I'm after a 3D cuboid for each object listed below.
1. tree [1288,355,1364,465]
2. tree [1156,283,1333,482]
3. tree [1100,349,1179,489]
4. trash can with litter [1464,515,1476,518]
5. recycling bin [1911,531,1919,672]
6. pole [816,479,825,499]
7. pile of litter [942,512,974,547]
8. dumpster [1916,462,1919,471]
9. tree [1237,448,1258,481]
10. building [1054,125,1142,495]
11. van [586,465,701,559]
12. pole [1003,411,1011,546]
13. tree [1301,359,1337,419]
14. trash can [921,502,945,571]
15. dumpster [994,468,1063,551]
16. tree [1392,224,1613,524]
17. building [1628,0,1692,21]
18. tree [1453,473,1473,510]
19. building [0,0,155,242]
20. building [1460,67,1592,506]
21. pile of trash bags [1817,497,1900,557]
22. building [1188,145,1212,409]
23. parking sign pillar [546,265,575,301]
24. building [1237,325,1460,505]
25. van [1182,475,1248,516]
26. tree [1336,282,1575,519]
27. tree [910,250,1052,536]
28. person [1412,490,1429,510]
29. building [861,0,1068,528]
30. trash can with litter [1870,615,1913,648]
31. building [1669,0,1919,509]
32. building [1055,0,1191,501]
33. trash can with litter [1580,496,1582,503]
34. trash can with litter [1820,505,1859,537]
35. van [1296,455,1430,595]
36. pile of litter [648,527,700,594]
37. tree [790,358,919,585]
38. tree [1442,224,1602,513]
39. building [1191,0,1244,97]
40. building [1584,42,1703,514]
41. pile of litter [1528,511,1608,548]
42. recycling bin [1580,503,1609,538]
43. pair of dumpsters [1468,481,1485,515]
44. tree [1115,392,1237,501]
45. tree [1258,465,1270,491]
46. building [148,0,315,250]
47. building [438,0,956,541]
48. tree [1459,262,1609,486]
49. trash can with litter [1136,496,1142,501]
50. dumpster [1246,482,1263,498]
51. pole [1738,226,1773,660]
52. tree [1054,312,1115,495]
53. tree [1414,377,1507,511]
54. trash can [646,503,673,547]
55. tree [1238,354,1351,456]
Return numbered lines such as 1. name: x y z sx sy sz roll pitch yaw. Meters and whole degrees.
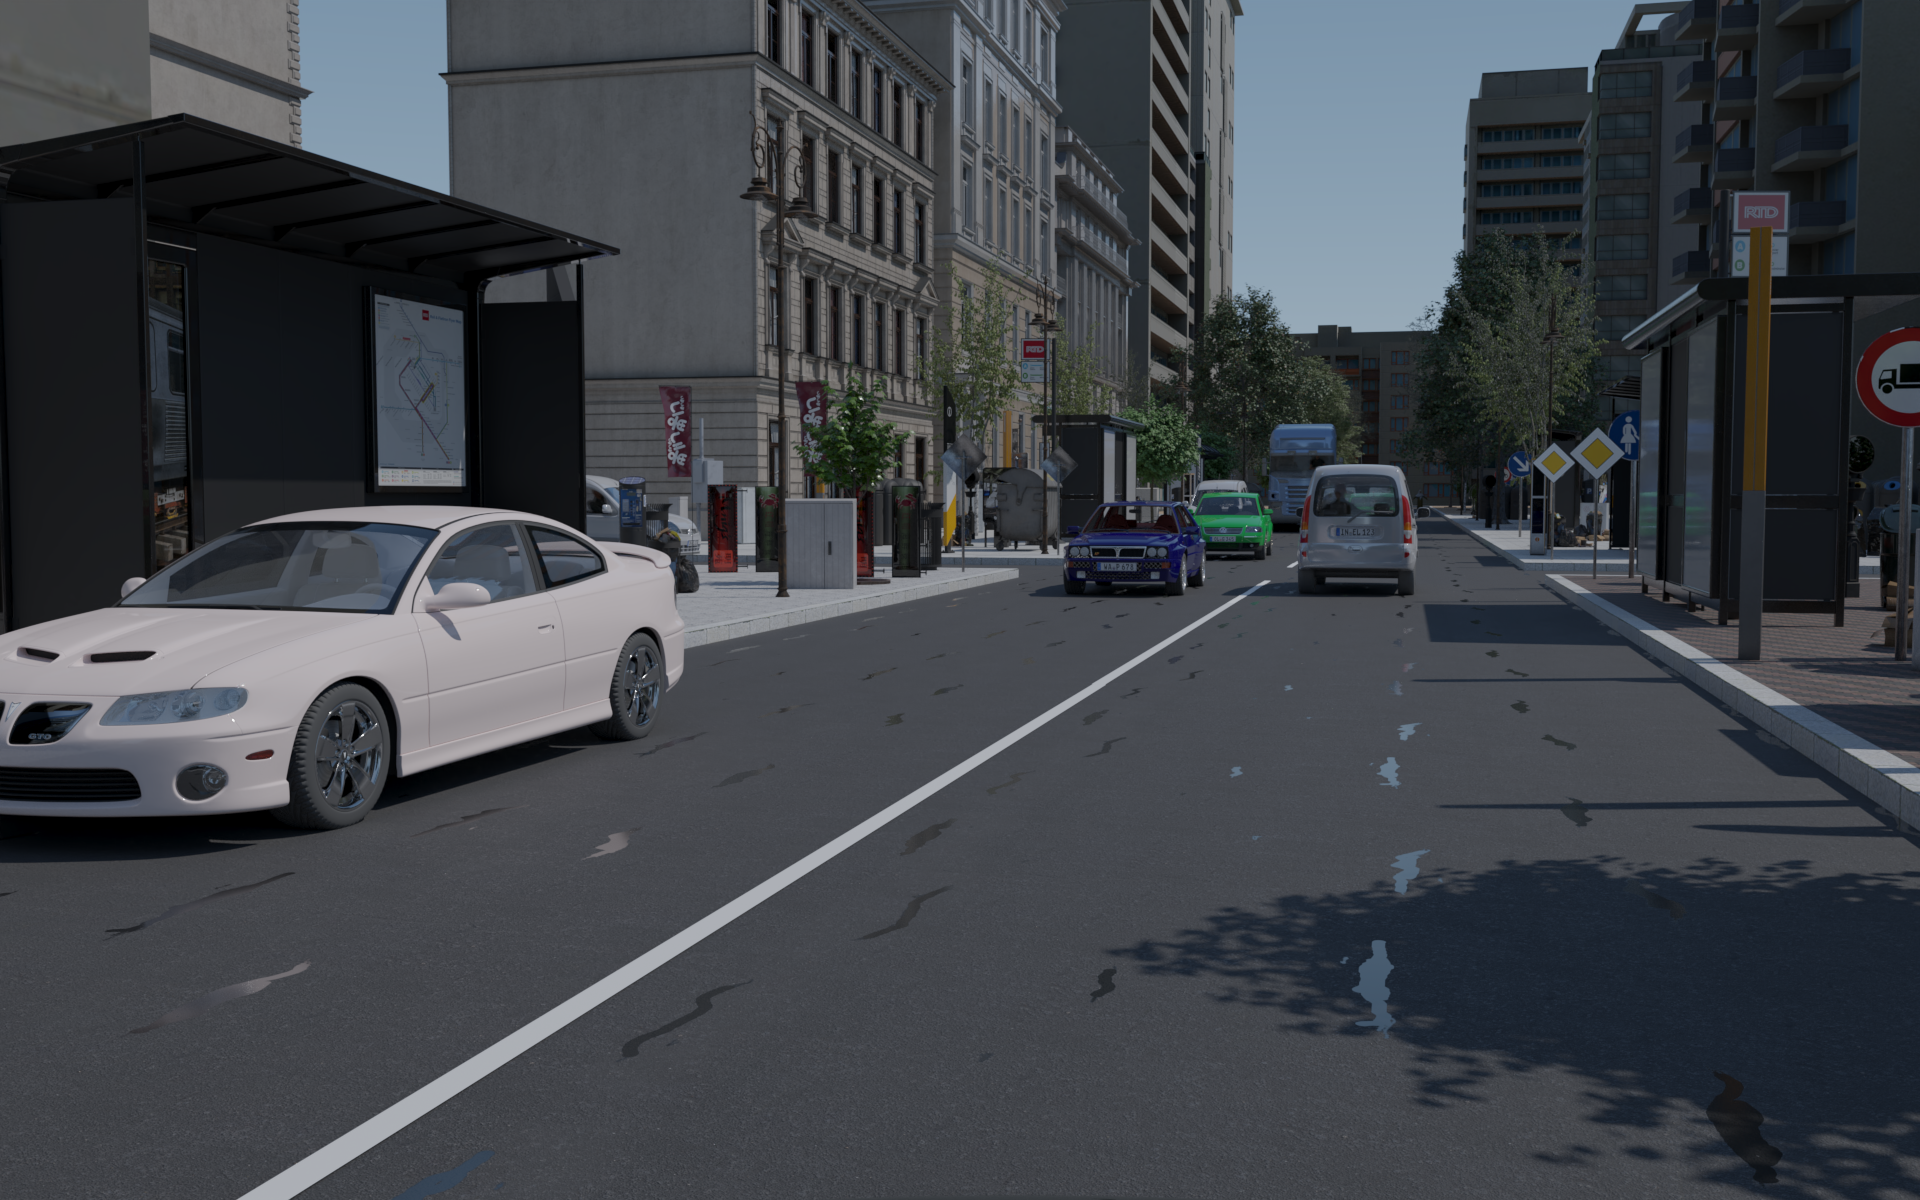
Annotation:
1. tree: 29.085 -13.683 141.842 7.486 12.596 7.792 0 3 0
2. tree: 15.524 -10.854 94.474 9.611 12.733 9.660 0 3 0
3. tree: 8.986 -8.341 86.741 4.360 8.622 3.978 0 3 0
4. trash can with litter: 28.302 -5.037 93.413 1.678 1.210 2.233 -3 4 -38
5. recycling bin: 7.389 0.002 12.518 0.722 1.027 0.722 -3 5 -45
6. pole: -3.207 -2.812 39.814 0.158 3.312 0.155 0 3 0
7. pile of litter: -0.190 -1.760 42.747 1.176 0.858 1.719 1 4 12
8. dumpster: 6.210 -0.233 9.561 1.264 1.857 1.865 1 4 14
9. tree: 10.668 -5.668 76.390 4.285 4.588 4.351 0 3 0
10. building: 1.831 -15.650 97.673 13.314 21.916 24.055 1 4 14
11. van: -7.252 -1.693 34.689 4.112 2.044 2.013 1 4 14
12. pole: 1.156 -2.974 42.474 0.158 3.312 0.155 0 3 0
13. tree: 32.213 -14.893 153.868 12.009 13.543 11.850 0 3 0
14. trash can: -0.610 -1.074 29.211 0.748 1.137 0.748 0 3 0
15. dumpster: 1.546 -2.061 39.448 1.264 1.857 1.865 1 4 15
16. tree: 23.135 -9.578 73.602 9.611 12.733 9.660 0 3 0
17. building: 62.247 -26.835 130.636 32.217 40.220 23.993 1 4 14
18. tree: 41.565 -9.049 142.546 1.663 3.219 1.824 0 3 0
19. building: -23.392 -23.863 13.859 21.600 48.544 21.300 1 4 14
20. building: 69.291 -35.291 200.709 21.600 48.544 21.300 1 4 14
21. pile of trash bags: 19.295 -1.570 35.426 3.447 1.369 1.912 2 4 24
22. building: 12.686 -22.629 141.691 14.160 30.474 14.107 1 4 14
23. parking sign pillar: -4.306 -1.823 18.274 1.447 3.967 1.447 -1 4 -22
24. building: 45.954 -22.452 212.124 28.899 21.520 27.650 1 4 14
25. van: 7.578 -2.672 50.705 2.013 2.044 4.112 1 4 15
26. tree: 27.249 -10.991 90.071 12.009 13.543 11.850 0 3 0
27. tree: 0.466 -6.273 52.931 4.737 8.622 4.395 0 3 0
28. person: 33.453 -7.133 125.855 1.217 1.736 0.721 0 4 -4
29. building: -3.825 -17.695 75.221 13.634 28.700 20.117 1 4 14
30. trash can with litter: 8.146 -0.180 14.327 1.055 1.170 0.624 3 5 39
31. building: 44.725 -25.876 77.693 22.147 44.769 28.867 1 4 14
32. building: 4.584 -30.640 124.673 21.300 48.544 21.600 1 4 14
33. trash can with litter: 35.742 -5.378 98.992 2.233 1.210 1.678 -1 4 -10
34. trash can with litter: 12.516 -0.826 24.890 0.624 1.170 1.055 1 4 19
35. van: 6.037 -1.167 26.097 2.013 2.044 4.112 1 4 15
36. pile of litter: -4.024 -0.505 22.225 1.176 0.858 1.719 3 4 36
37. tree: -1.548 -1.855 24.926 1.663 3.219 1.824 0 3 0
38. tree: 15.291 -5.884 46.572 4.360 8.622 3.978 0 3 0
39. building: 11.858 -35.299 166.380 27.495 52.752 28.713 1 4 14
40. building: 48.744 -20.968 114.527 14.160 30.474 14.107 1 4 14
41. pile of litter: 14.687 -1.732 42.280 1.176 0.858 1.719 -1 4 -19
42. recycling bin: 17.998 -2.237 49.133 0.722 1.027 0.722 2 4 24
43. pair of dumpsters: 31.424 -6.208 103.996 1.574 2.255 4.437 1 4 14
44. tree: 6.215 -4.429 56.131 4.285 4.588 4.351 0 3 0
45. tree: 21.418 -8.203 117.826 4.285 4.588 4.351 0 3 0
46. building: -33.084 -14.010 57.945 19.941 23.489 11.050 1 4 14
47. building: -7.672 -11.717 56.196 10.561 19.102 19.286 1 4 14
48. tree: 18.075 -6.376 54.615 4.737 8.622 4.395 0 3 0
49. trash can with litter: 7.205 -3.793 73.072 1.678 1.210 2.233 1 4 11
50. dumpster: 14.484 -4.965 86.940 1.264 1.857 1.865 1 4 15
51. pole: 6.131 -1.193 13.349 0.158 3.312 0.155 0 3 0
52. tree: 4.456 -7.282 69.427 4.737 8.622 4.395 0 3 0
53. tree: 39.579 -12.812 135.234 9.928 11.665 9.643 0 3 0
54. trash can: -4.706 -0.887 26.151 0.748 1.137 0.748 0 3 0
55. tree: 19.958 -10.582 107.426 8.767 10.594 7.601 1 4 10
